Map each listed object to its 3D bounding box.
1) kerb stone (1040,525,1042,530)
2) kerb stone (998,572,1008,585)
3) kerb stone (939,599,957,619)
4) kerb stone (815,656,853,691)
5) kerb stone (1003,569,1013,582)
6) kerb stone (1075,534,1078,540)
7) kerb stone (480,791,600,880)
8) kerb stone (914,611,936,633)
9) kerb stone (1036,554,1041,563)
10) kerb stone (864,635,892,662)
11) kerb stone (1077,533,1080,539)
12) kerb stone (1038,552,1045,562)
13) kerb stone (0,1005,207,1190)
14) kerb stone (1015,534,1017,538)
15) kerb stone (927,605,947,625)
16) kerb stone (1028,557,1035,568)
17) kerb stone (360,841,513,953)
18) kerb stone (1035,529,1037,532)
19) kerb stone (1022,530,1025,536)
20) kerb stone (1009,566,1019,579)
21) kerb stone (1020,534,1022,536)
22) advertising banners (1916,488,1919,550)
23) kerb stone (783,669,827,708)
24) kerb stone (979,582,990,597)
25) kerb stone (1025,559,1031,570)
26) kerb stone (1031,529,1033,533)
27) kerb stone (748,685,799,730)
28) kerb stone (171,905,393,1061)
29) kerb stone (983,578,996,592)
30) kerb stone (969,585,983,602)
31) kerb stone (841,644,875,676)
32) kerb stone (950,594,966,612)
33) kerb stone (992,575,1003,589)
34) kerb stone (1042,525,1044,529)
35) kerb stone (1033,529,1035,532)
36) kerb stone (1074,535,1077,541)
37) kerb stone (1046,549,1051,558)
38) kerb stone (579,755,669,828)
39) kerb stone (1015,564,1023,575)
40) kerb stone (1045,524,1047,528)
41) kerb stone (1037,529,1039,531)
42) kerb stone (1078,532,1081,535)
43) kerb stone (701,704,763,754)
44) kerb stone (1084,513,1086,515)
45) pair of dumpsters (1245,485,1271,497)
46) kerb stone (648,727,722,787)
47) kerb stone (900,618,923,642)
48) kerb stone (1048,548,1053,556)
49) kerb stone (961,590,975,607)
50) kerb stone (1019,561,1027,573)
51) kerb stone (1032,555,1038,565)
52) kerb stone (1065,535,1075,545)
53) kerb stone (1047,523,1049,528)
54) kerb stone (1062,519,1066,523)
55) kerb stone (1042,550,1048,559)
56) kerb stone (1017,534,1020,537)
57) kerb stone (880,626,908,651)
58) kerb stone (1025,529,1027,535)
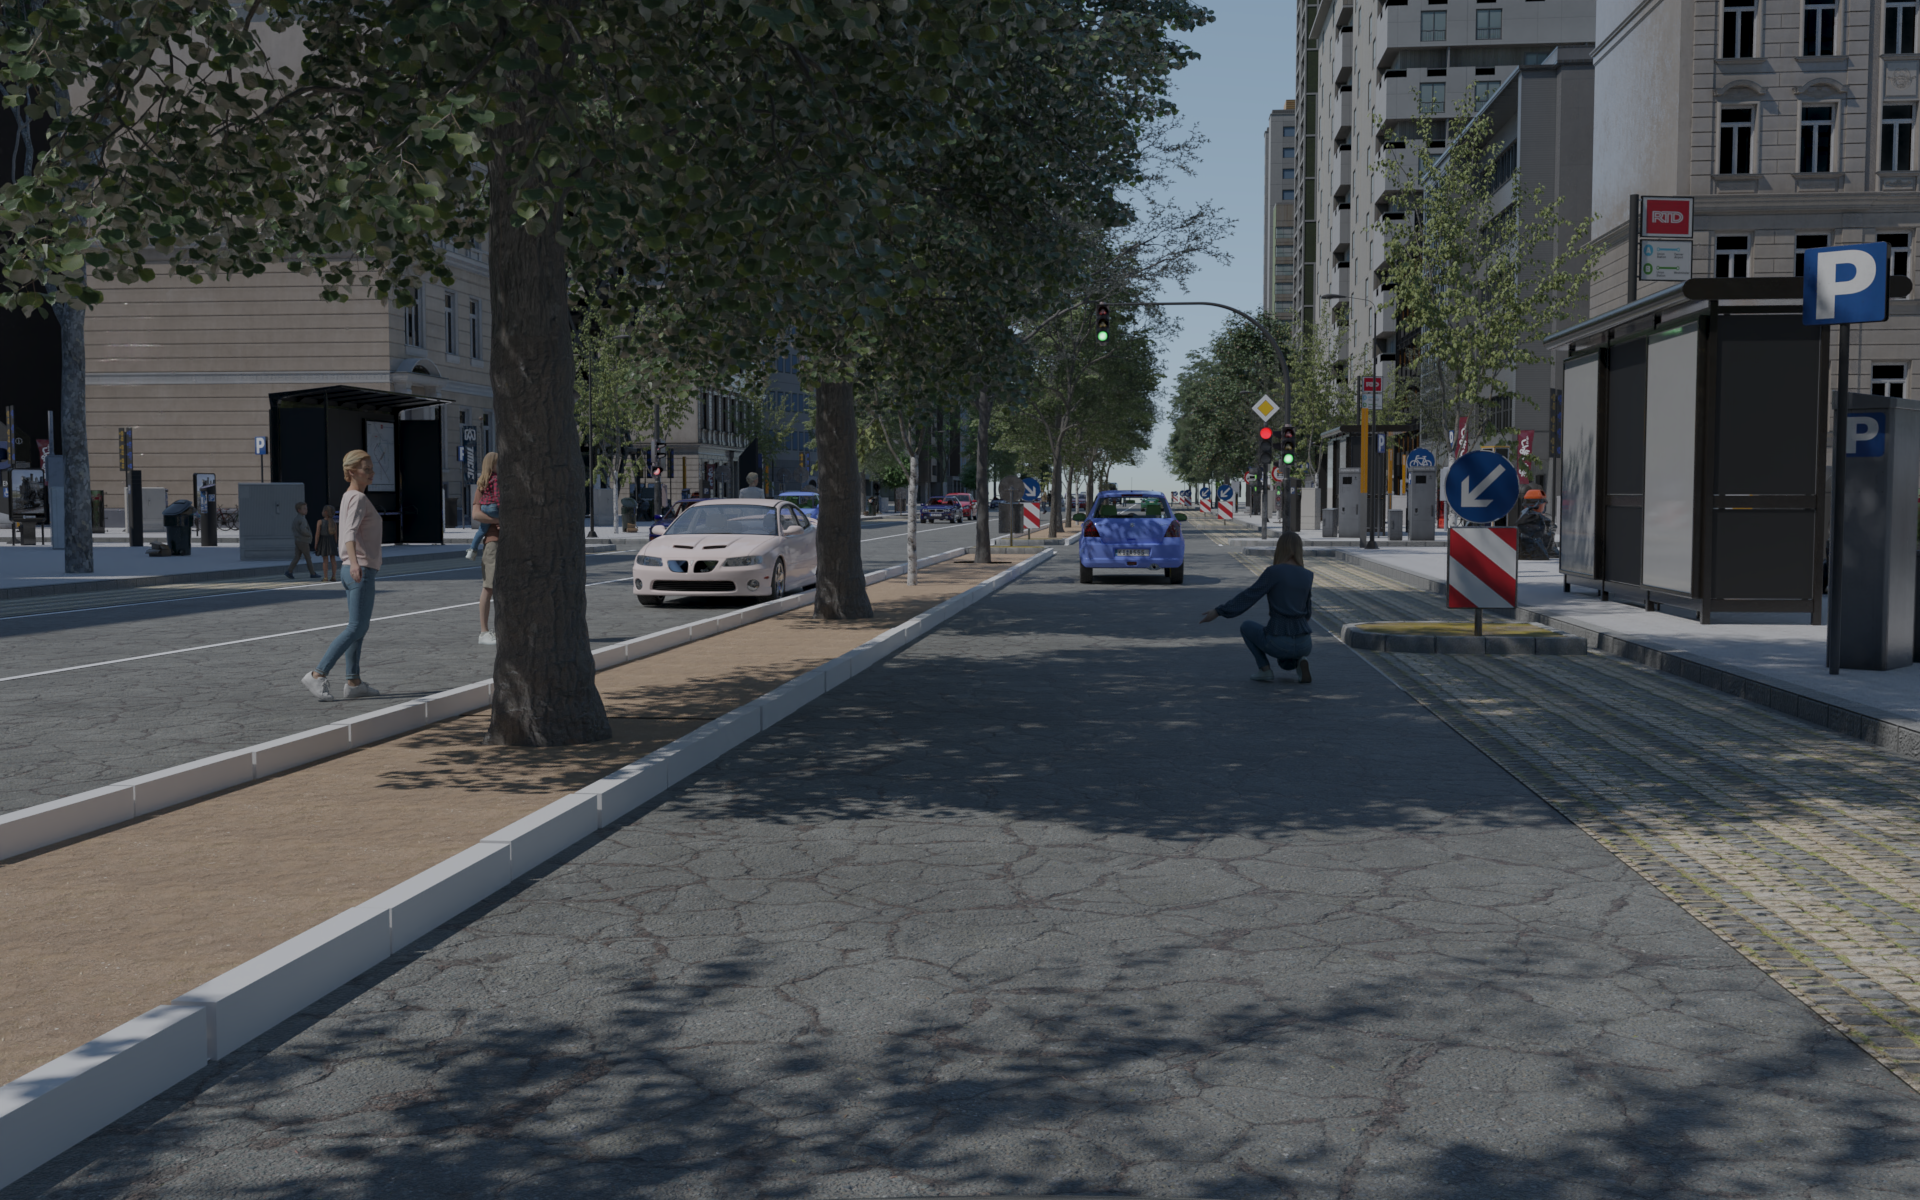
[{"bbox_3d":[3.033,-2.788,67.814,0.120,0.150,1.000,0,4,6],"label":"kerb stone"},{"bbox_3d":[0.617,-0.305,27.285,0.120,0.150,1.000,0,4,6],"label":"kerb stone"},{"bbox_3d":[-0.178,0.125,20.155,0.120,0.150,1.000,0,4,6],"label":"kerb stone"},{"bbox_3d":[-0.972,0.560,13.033,0.120,0.150,1.000,0,4,6],"label":"kerb stone"},{"bbox_3d":[0.731,-0.373,28.301,0.120,0.150,1.000,0,4,6],"label":"kerb stone"},{"bbox_3d":[3.414,-1.844,52.337,0.120,0.150,1.000,0,4,6],"label":"kerb stone"},{"bbox_3d":[-1.664,0.935,6.910,0.120,0.150,1.000,0,4,6],"label":"kerb stone"},{"bbox_3d":[-0.404,0.249,18.123,0.120,0.150,1.000,0,4,6],"label":"kerb stone"},{"bbox_3d":[1.522,-0.805,35.427,0.120,0.150,1.000,0,4,6],"label":"kerb stone"},{"bbox_3d":[-0.750,0.440,15.071,0.120,0.150,1.000,0,4,6],"label":"kerb stone"},{"bbox_3d":[3.525,-1.899,53.353,0.120,0.150,1.000,0,4,6],"label":"kerb stone"},{"bbox_3d":[1.642,-0.872,36.450,0.120,0.150,1.000,0,4,6],"label":"kerb stone"},{"bbox_3d":[-2.004,1.123,3.853,0.120,0.150,1.000,0,4,6],"label":"kerb stone"},{"bbox_3d":[1.662,-2.043,55.600,0.120,0.150,1.000,0,4,6],"label":"kerb stone"},{"bbox_3d":[-0.295,0.187,19.140,0.120,0.150,1.000,0,4,6],"label":"kerb stone"},{"bbox_3d":[1.298,-0.682,33.384,0.120,0.150,1.000,0,4,6],"label":"kerb stone"},{"bbox_3d":[-1.772,1.003,5.894,0.120,0.150,1.000,0,4,6],"label":"kerb stone"},{"bbox_3d":[2.685,-2.603,64.762,0.120,0.150,1.000,0,4,6],"label":"kerb stone"},{"bbox_3d":[2.007,-2.223,58.659,0.120,0.150,1.000,0,4,6],"label":"kerb stone"},{"bbox_3d":[0.852,-0.436,29.316,0.120,0.150,1.000,0,4,6],"label":"kerb stone"},{"bbox_3d":[1.895,-2.162,57.642,0.120,0.150,1.000,0,4,6],"label":"kerb stone"},{"bbox_3d":[19.819,-2.506,37.154,2.074,3.025,0.090,0,4,5],"label":"advertising banners"},{"bbox_3d":[-1.092,0.623,12.008,0.120,0.150,1.000,0,4,6],"label":"kerb stone"},{"bbox_3d":[0.277,-0.118,24.228,0.120,0.150,1.000,0,4,6],"label":"kerb stone"},{"bbox_3d":[1.183,-0.621,32.368,0.120,0.150,1.000,0,4,6],"label":"kerb stone"},{"bbox_3d":[2.461,-2.479,62.723,0.120,0.150,1.000,0,4,6],"label":"kerb stone"},{"bbox_3d":[-1.198,0.686,10.986,0.120,0.150,1.000,0,4,6],"label":"kerb stone"},{"bbox_3d":[-1.882,1.059,4.877,0.120,0.150,1.000,0,4,6],"label":"kerb stone"},{"bbox_3d":[0.383,-0.186,25.244,0.120,0.150,1.000,0,4,6],"label":"kerb stone"},{"bbox_3d":[0.168,-0.062,23.211,0.120,0.150,1.000,0,4,6],"label":"kerb stone"},{"bbox_3d":[-0.853,0.498,14.048,0.120,0.150,1.000,0,4,6],"label":"kerb stone"},{"bbox_3d":[-0.069,0.063,21.172,0.120,0.150,1.000,0,4,6],"label":"kerb stone"},{"bbox_3d":[0.508,-0.249,26.268,0.120,0.150,1.000,0,4,6],"label":"kerb stone"},{"bbox_3d":[3.147,-2.853,68.838,0.120,0.150,1.000,0,4,6],"label":"kerb stone"},{"bbox_3d":[2.574,-2.540,63.742,0.120,0.150,1.000,0,4,6],"label":"kerb stone"},{"bbox_3d":[3.300,-1.781,51.317,0.120,0.150,1.000,0,4,6],"label":"kerb stone"},{"bbox_3d":[1.870,-0.991,38.486,0.120,0.150,1.000,0,4,6],"label":"kerb stone"},{"bbox_3d":[-1.540,0.873,7.926,0.120,0.150,1.000,0,4,6],"label":"kerb stone"},{"bbox_3d":[0.954,-0.498,30.336,0.120,0.150,1.000,0,4,6],"label":"kerb stone"},{"bbox_3d":[3.373,-2.974,70.878,0.120,0.150,1.000,0,4,6],"label":"kerb stone"},{"bbox_3d":[2.805,-2.666,65.777,0.120,0.150,1.000,0,4,6],"label":"kerb stone"},{"bbox_3d":[3.644,-1.961,54.370,0.120,0.150,1.000,0,4,6],"label":"kerb stone"},{"bbox_3d":[-1.322,0.748,9.963,0.120,0.150,1.000,0,4,6],"label":"kerb stone"},{"bbox_3d":[8.837,-5.960,119.759,0.120,0.150,1.000,0,4,6],"label":"kerb stone"},{"bbox_3d":[20.455,-7.109,118.729,1.574,2.255,4.437,0,4,7],"label":"pair of dumpsters"},{"bbox_3d":[-1.428,0.810,8.947,0.120,0.150,1.000,0,4,6],"label":"kerb stone"},{"bbox_3d":[-0.519,0.318,17.108,0.120,0.150,1.000,0,4,6],"label":"kerb stone"},{"bbox_3d":[1.984,-1.058,39.502,0.120,0.150,1.000,0,4,6],"label":"kerb stone"},{"bbox_3d":[0.049,0.004,22.189,0.120,0.150,1.000,0,4,6],"label":"kerb stone"},{"bbox_3d":[1.076,-0.560,31.351,0.120,0.150,1.000,0,4,6],"label":"kerb stone"},{"bbox_3d":[1.406,-0.747,34.404,0.120,0.150,1.000,0,4,6],"label":"kerb stone"},{"bbox_3d":[3.185,-1.715,50.301,0.120,0.150,1.000,0,4,6],"label":"kerb stone"},{"bbox_3d":[3.485,-3.040,71.894,0.120,0.150,1.000,0,4,6],"label":"kerb stone"},{"bbox_3d":[5.529,-4.157,90.215,0.120,0.150,1.000,0,4,6],"label":"kerb stone"},{"bbox_3d":[1.755,-0.934,37.468,0.120,0.150,1.000,0,4,6],"label":"kerb stone"},{"bbox_3d":[1.780,-2.106,56.626,0.120,0.150,1.000,0,4,6],"label":"kerb stone"},{"bbox_3d":[-0.639,0.374,16.088,0.120,0.150,1.000,0,4,6],"label":"kerb stone"},{"bbox_3d":[2.127,-2.291,59.674,0.120,0.150,1.000,0,4,6],"label":"kerb stone"}]
